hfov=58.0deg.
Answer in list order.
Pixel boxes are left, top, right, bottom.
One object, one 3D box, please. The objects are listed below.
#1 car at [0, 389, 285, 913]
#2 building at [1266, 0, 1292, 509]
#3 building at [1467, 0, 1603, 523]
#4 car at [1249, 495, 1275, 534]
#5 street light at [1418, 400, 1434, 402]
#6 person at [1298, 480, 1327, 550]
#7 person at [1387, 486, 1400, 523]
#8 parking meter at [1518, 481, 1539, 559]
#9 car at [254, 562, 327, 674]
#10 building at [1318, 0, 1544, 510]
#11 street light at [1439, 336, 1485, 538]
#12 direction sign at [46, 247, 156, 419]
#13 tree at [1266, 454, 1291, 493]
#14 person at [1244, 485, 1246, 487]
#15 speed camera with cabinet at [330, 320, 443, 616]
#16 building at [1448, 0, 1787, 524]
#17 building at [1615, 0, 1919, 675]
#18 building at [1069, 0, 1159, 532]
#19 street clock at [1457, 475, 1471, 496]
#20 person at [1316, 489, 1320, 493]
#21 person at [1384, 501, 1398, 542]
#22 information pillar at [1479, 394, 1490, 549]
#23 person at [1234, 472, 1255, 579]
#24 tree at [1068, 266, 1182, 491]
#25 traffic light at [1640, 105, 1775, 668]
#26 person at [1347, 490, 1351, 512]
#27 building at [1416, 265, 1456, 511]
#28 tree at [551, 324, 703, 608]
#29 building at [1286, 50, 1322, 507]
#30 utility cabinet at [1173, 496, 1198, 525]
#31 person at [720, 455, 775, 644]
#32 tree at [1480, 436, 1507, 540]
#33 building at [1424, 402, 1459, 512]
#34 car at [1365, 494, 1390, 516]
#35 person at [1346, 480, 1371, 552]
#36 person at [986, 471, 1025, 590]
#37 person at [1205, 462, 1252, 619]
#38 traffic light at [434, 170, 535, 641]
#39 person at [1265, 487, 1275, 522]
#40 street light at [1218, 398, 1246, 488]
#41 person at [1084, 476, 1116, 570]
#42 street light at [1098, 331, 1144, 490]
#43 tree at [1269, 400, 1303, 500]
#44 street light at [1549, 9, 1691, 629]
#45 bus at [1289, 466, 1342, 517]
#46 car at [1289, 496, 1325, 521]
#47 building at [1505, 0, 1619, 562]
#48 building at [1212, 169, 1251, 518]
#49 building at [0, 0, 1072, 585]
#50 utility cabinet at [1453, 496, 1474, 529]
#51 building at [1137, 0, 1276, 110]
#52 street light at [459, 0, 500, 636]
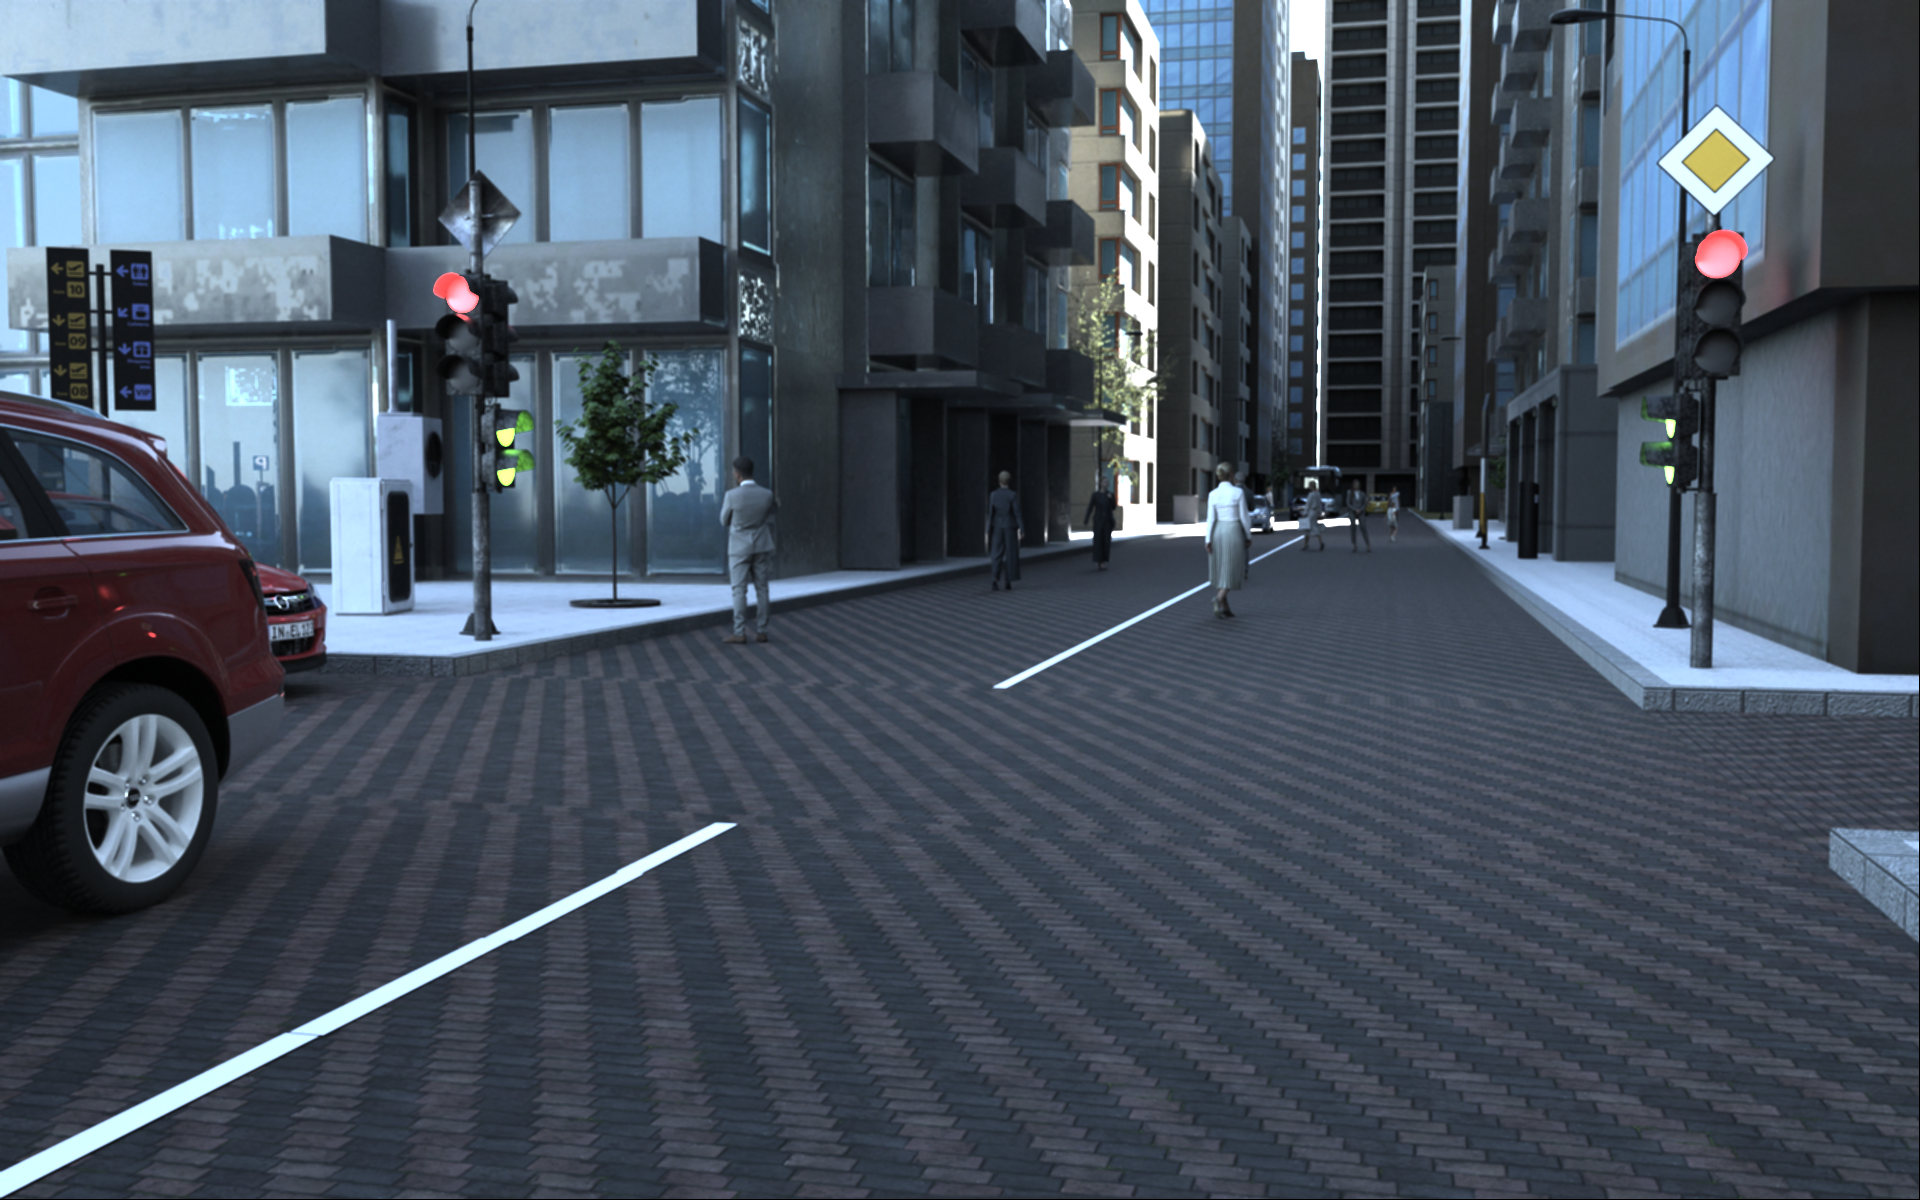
[{"bbox_3d":[-4.148,0.240,4.753,2.281,1.827,5.304,1,4,15],"label":"car"},{"bbox_3d":[18.437,-43.770,153.890,20.611,71.187,20.563,1,4,14],"label":"building"},{"bbox_3d":[32.254,-27.266,65.410,23.786,49.044,30.456,1,4,14],"label":"building"},{"bbox_3d":[10.626,-3.171,63.842,2.014,1.417,4.499,1,4,13],"label":"car"},{"bbox_3d":[23.164,-6.882,85.054,1.470,5.913,1.316,1,4,14],"label":"street light"},{"bbox_3d":[9.031,-2.169,44.319,0.694,1.780,0.624,-2,4,-27],"label":"person"},{"bbox_3d":[21.037,-4.613,84.010,0.616,1.811,0.778,2,4,25],"label":"person"},{"bbox_3d":[11.291,-1.590,34.400,0.372,1.533,0.369,0,3,0],"label":"parking meter"},{"bbox_3d":[-6.782,-0.218,12.604,4.494,1.783,2.155,1,4,15],"label":"car"},{"bbox_3d":[47.512,-45.090,175.469,20.611,71.187,20.563,1,4,14],"label":"building"},{"bbox_3d":[14.832,-4.799,51.011,1.470,5.913,1.316,1,4,14],"label":"street light"},{"bbox_3d":[-7.953,-1.475,16.112,0.876,3.537,0.379,-1,4,-19],"label":"direction sign"},{"bbox_3d":[25.003,-9.491,138.884,4.285,4.588,4.351,0,3,0],"label":"tree"},{"bbox_3d":[13.107,-4.360,79.882,0.850,1.850,0.679,-3,5,-44],"label":"person"},{"bbox_3d":[-6.285,-1.514,19.090,0.660,3.252,2.038,0,4,1],"label":"speed camera with cabinet"},{"bbox_3d":[33.540,-26.938,90.551,14.600,45.320,14.200,1,4,14],"label":"building"},{"bbox_3d":[14.470,-22.361,15.710,14.200,45.320,14.600,1,4,14],"label":"building"},{"bbox_3d":[-4.365,-14.121,75.926,27.650,21.520,28.899,1,4,14],"label":"building"},{"bbox_3d":[19.330,-3.785,66.456,0.471,2.002,0.358,-1,4,-18],"label":"street clock"},{"bbox_3d":[20.406,-5.588,99.728,0.599,1.838,0.709,-2,4,-35],"label":"person"},{"bbox_3d":[12.896,-2.351,51.956,0.382,1.210,0.505,-3,4,-36],"label":"person"},{"bbox_3d":[12.241,-2.999,40.394,0.183,3.616,0.504,2,4,28],"label":"information pillar"},{"bbox_3d":[4.663,-1.267,29.397,0.661,1.801,0.590,-2,4,-25],"label":"person"},{"bbox_3d":[4.667,-6.453,55.877,4.360,8.622,3.978,0,3,0],"label":"tree"},{"bbox_3d":[5.464,-1.454,12.700,0.839,4.253,0.868,1,4,14],"label":"traffic light"},{"bbox_3d":[30.765,-7.783,136.477,0.721,1.736,1.217,1,4,12],"label":"person"},{"bbox_3d":[52.155,-18.181,142.296,27.650,21.520,28.899,1,4,14],"label":"building"},{"bbox_3d":[-4.031,-1.536,19.723,1.663,3.219,1.824,0,3,0],"label":"tree"},{"bbox_3d":[29.315,-32.213,176.786,14.200,45.320,14.600,1,4,14],"label":"building"},{"bbox_3d":[9.450,-3.751,72.486,1.020,1.237,0.306,2,4,34],"label":"utility cabinet"},{"bbox_3d":[-2.080,-0.494,16.764,0.511,1.800,0.466,-3,5,-45],"label":"person"},{"bbox_3d":[15.818,-3.328,49.012,1.663,3.219,1.824,0,3,0],"label":"tree"},{"bbox_3d":[42.333,-48.833,111.091,22.319,86.520,31.000,1,4,14],"label":"building"},{"bbox_3d":[27.289,-6.286,113.000,2.015,1.641,3.980,1,4,13],"label":"car"},{"bbox_3d":[9.937,-2.103,43.153,0.520,1.790,0.573,-1,4,-13],"label":"person"},{"bbox_3d":[0.680,-1.033,25.813,0.576,1.772,0.534,0,4,3],"label":"person"},{"bbox_3d":[3.059,-0.688,19.971,0.478,1.798,0.641,3,4,39],"label":"person"},{"bbox_3d":[-4.163,-1.598,15.053,0.839,4.253,0.868,1,4,14],"label":"traffic light"},{"bbox_3d":[15.433,-4.744,86.293,0.641,1.798,0.478,0,4,-1],"label":"person"},{"bbox_3d":[13.121,-6.819,84.035,1.470,5.913,1.316,1,4,14],"label":"street light"},{"bbox_3d":[2.677,-1.469,32.935,0.576,1.772,0.534,-2,4,-30],"label":"person"},{"bbox_3d":[4.551,-4.717,49.664,1.470,5.913,1.316,1,4,14],"label":"street light"},{"bbox_3d":[24.365,-11.223,133.859,4.360,8.622,3.978,0,3,0],"label":"tree"},{"bbox_3d":[6.341,-2.697,16.644,1.470,5.913,1.316,1,4,14],"label":"street light"},{"bbox_3d":[23.152,-7.160,111.921,2.948,3.499,13.247,1,4,14],"label":"bus"},{"bbox_3d":[18.978,-5.012,94.525,1.945,1.354,3.894,1,4,15],"label":"car"},{"bbox_3d":[22.323,-36.358,32.705,20.563,71.187,20.611,1,4,14],"label":"building"},{"bbox_3d":[2.640,-15.951,105.836,27.650,21.520,28.899,1,4,14],"label":"building"},{"bbox_3d":[-9.314,-25.563,37.570,23.786,49.044,30.456,1,4,14],"label":"building"},{"bbox_3d":[18.434,-3.199,63.463,0.306,1.237,1.020,3,5,44],"label":"utility cabinet"},{"bbox_3d":[15.064,-28.997,124.205,14.600,45.320,14.200,1,4,14],"label":"building"},{"bbox_3d":[-3.873,-2.630,15.546,1.470,5.913,1.316,1,4,14],"label":"street light"}]
